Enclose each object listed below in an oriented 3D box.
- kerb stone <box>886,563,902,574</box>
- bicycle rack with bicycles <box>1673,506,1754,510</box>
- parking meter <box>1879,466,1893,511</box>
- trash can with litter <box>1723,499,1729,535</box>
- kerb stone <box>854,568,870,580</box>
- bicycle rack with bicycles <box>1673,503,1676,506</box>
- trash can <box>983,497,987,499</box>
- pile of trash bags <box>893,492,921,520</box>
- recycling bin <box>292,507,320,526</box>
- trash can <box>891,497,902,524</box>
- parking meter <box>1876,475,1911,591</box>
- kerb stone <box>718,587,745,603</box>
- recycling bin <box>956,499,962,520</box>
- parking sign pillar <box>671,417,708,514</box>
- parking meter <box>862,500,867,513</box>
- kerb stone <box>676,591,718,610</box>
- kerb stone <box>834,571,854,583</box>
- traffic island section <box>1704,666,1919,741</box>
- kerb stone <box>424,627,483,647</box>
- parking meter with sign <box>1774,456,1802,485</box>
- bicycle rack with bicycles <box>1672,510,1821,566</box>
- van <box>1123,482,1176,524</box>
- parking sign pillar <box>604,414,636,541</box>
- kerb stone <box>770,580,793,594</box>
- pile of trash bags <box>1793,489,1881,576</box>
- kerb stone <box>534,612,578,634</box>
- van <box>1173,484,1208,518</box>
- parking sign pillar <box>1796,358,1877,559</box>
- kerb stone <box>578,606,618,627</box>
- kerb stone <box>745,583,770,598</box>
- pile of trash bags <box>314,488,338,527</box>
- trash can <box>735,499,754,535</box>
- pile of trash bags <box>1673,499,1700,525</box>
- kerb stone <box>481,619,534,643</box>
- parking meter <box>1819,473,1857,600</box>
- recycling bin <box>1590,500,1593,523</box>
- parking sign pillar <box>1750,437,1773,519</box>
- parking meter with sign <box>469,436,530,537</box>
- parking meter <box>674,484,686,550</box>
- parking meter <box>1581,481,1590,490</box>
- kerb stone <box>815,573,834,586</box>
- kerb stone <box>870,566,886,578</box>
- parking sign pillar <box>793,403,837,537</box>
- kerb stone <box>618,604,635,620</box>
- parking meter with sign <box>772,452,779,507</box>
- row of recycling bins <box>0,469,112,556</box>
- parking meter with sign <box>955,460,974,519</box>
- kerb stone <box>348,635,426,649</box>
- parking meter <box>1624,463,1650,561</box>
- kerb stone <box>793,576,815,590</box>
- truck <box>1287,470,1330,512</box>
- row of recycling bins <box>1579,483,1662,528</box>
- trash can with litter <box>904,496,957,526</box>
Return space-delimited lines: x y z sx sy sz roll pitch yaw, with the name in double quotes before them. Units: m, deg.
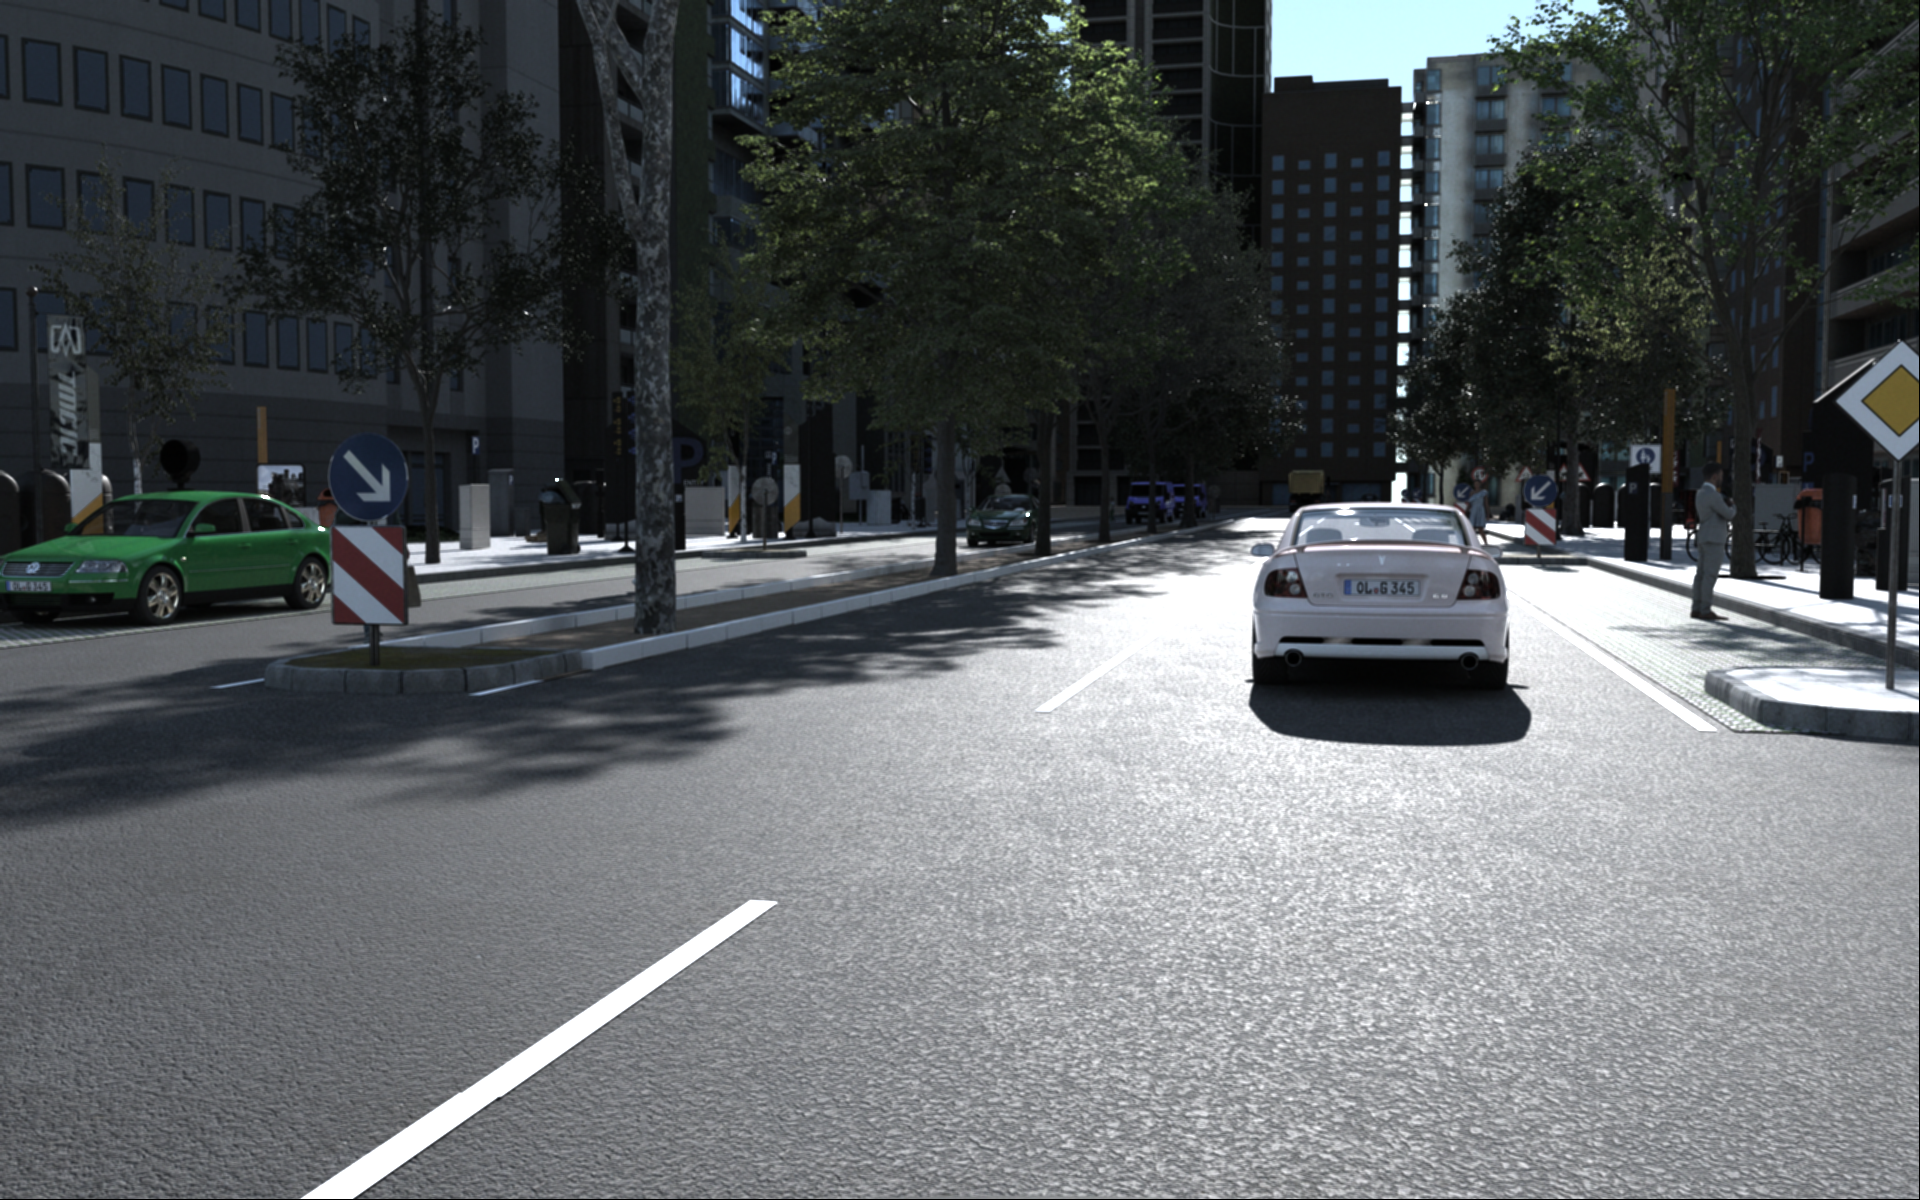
"kerb stone" -1.277 -0.541 31.047 0.120 0.150 1.000 1 4 13
"bicycle rack with bicycles" 18.456 -1.691 41.031 2.852 0.926 2.925 2 4 29
"parking meter" 19.638 -1.887 36.562 0.399 1.863 0.255 2 4 26
"trash can with litter" 18.979 -1.963 43.481 0.624 1.170 1.055 2 4 25
"kerb stone" -1.743 -0.414 29.051 0.120 0.150 1.000 1 4 13
"bicycle rack with bicycles" 28.484 -3.514 70.829 2.925 0.926 2.852 3 5 44
"trash can" 1.478 -4.344 82.676 0.748 1.137 0.748 0 3 0
"pile of trash bags" -2.380 -4.656 85.882 1.912 1.369 3.447 1 4 13
"recycling bin" -12.531 -1.249 32.974 0.722 1.027 0.722 2 4 34
"trash can" -2.882 -3.875 75.011 0.748 1.137 0.748 0 3 0
"parking meter" 12.443 -0.898 23.095 0.372 1.533 0.369 0 3 0
"kerb stone" -3.131 -0.050 23.053 0.120 0.150 1.000 1 4 13
"recycling bin" -0.310 -4.455 85.389 0.722 1.027 0.722 1 4 8
"parking sign pillar" -9.338 -4.346 59.522 1.447 3.967 1.447 -1 4 -15
"parking meter" -4.860 -5.139 89.735 0.255 1.863 0.399 2 4 30
"kerb stone" -3.355 0.013 22.051 0.120 0.150 1.000 1 4 13
"kerb stone" -1.962 -0.358 28.047 0.120 0.150 1.000 1 4 13
"traffic island section" 6.140 0.665 11.405 2.009 0.180 2.903 1 4 13
"kerb stone" -4.742 0.379 16.041 0.120 0.150 1.000 1 4 13
"parking meter with sign" 37.407 -4.978 77.655 0.543 3.016 1.738 -2 4 -30
"bicycle rack with bicycles" 15.275 -1.133 31.902 2.852 0.926 2.925 -1 4 -13
"van" 9.277 -4.887 84.291 2.240 2.365 5.245 1 4 13
"parking sign pillar" -9.235 -3.666 48.410 1.447 3.967 1.447 0 4 1
"kerb stone" -2.666 -0.174 25.043 0.120 0.150 1.000 1 4 13
"pile of trash bags" 14.730 -1.082 27.443 1.912 1.369 3.447 -2 4 -25
"kerb stone" -4.287 0.254 18.045 0.120 0.150 1.000 1 4 13
"van" 13.641 -6.074 103.689 2.240 2.365 5.245 1 4 13
"parking sign pillar" 17.512 -2.819 34.559 1.447 3.967 1.447 -1 4 -11
"kerb stone" -4.049 0.196 19.044 0.120 0.150 1.000 1 4 13
"kerb stone" -2.890 -0.109 24.046 0.120 0.150 1.000 1 4 13
"pile of trash bags" -11.247 -1.076 27.352 3.447 1.369 1.912 0 4 -1
"trash can" -6.829 -2.627 54.611 0.748 1.137 0.748 0 3 0
"pile of trash bags" 31.571 -3.859 72.844 3.447 1.369 1.912 2 4 34
"kerb stone" -4.510 0.315 17.048 0.120 0.150 1.000 1 4 13
"parking meter" 10.740 -0.781 21.183 0.372 1.533 0.369 0 3 0
"recycling bin" 27.188 -3.865 75.753 0.722 1.027 0.722 -2 4 -28
"parking sign pillar" 32.193 -5.001 70.238 1.447 3.967 1.447 3 5 43
"parking meter with sign" -13.882 -3.431 52.362 1.738 3.016 0.543 1 4 9
"parking meter" -6.478 -1.912 39.666 0.372 1.533 0.369 0 3 0
"parking meter" 26.609 -4.164 73.786 0.399 1.863 0.255 -1 4 -11
"kerb stone" -2.209 -0.296 27.044 0.120 0.150 1.000 1 4 13
"kerb stone" -1.513 -0.481 30.052 0.120 0.150 1.000 1 4 13
"parking sign pillar" -4.408 -3.872 51.786 1.447 3.967 1.447 1 4 13
"kerb stone" -3.816 0.134 20.052 0.120 0.150 1.000 1 4 13
"parking meter with sign" -6.861 -4.607 71.581 1.738 3.016 0.543 -2 4 -30
"row of recycling bins" -15.349 -1.288 28.164 1.069 1.692 3.534 1 4 23
"parking meter with sign" -0.162 -5.693 89.349 1.738 3.016 0.543 -1 4 -20
"kerb stone" -4.974 0.440 15.031 0.120 0.150 1.000 1 4 13
"parking meter" 12.941 -1.678 33.141 0.255 1.863 0.399 -2 4 -29
"kerb stone" -2.427 -0.235 26.041 0.120 0.150 1.000 1 4 13
"truck" 28.022 -8.799 139.779 3.469 3.379 9.791 1 4 13
"row of recycling bins" 25.284 -3.642 66.662 3.534 1.692 1.069 1 4 22
"trash can with litter" -1.278 -3.550 69.107 2.233 1.210 1.678 1 4 11
